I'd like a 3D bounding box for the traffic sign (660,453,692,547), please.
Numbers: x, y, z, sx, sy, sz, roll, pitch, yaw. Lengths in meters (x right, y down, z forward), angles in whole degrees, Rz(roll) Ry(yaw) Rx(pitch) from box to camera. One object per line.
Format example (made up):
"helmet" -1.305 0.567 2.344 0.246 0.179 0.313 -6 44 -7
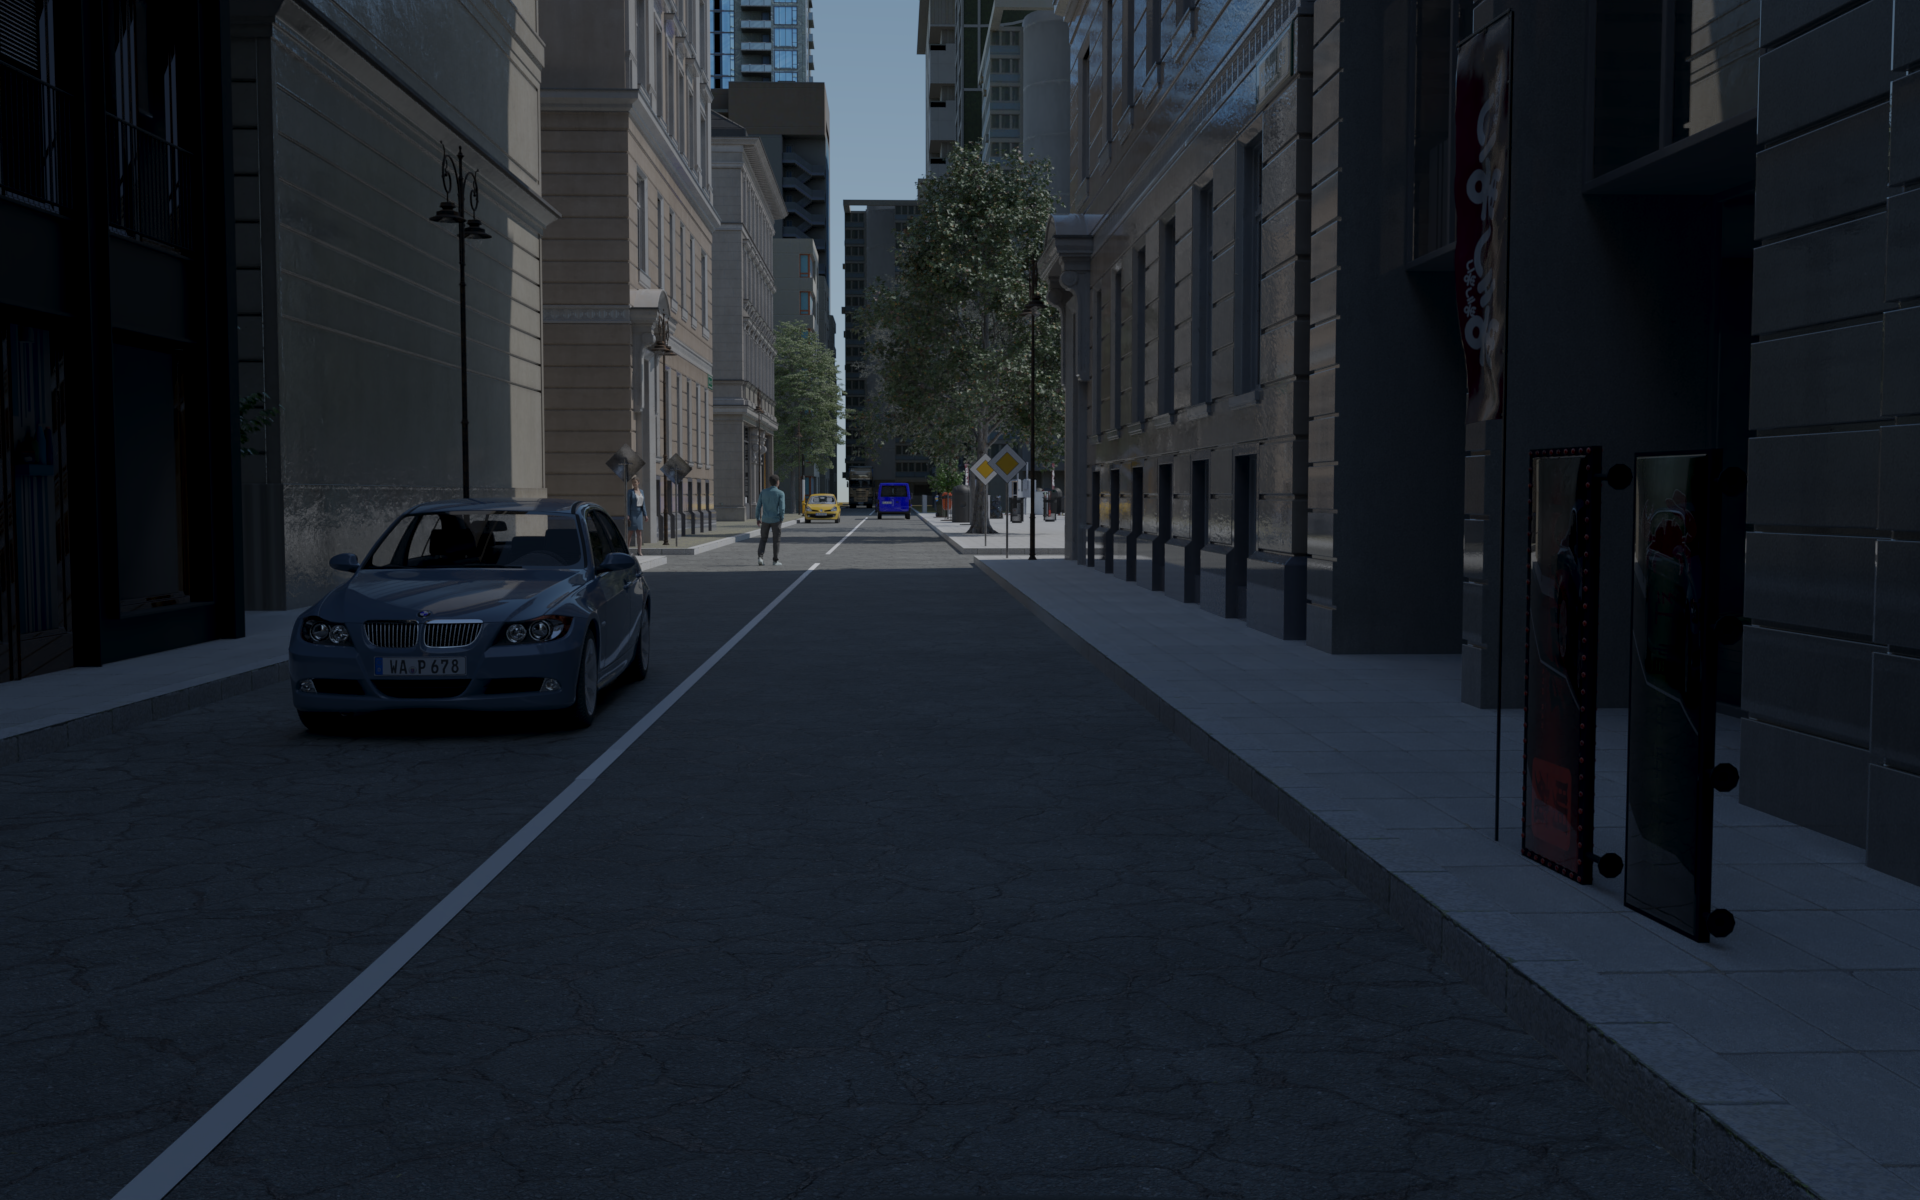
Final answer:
"traffic sign" -6.914 -2.359 42.212 0.795 2.450 0.064 0 4 -2

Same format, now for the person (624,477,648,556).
"person" -7.412 -1.895 39.514 0.581 1.822 0.654 -2 4 -31

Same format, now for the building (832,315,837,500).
"building" -25.809 -19.333 161.128 27.650 21.520 28.899 0 4 -2

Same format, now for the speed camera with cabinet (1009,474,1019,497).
"speed camera with cabinet" 3.818 -7.085 110.173 0.660 3.252 2.038 2 4 30

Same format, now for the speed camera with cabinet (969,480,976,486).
"speed camera with cabinet" 1.043 -7.112 110.621 0.660 3.252 2.038 1 4 10

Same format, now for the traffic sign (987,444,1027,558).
"traffic sign" 0.937 -1.888 34.506 0.795 2.450 0.064 0 4 -2

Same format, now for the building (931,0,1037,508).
"building" 7.923 -43.812 154.579 20.563 71.187 20.611 0 4 -2

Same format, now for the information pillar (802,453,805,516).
"information pillar" -9.032 -6.637 99.862 0.183 3.616 0.504 0 4 4

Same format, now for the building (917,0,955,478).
"building" 10.087 -36.086 179.252 28.713 52.752 27.495 0 4 -2

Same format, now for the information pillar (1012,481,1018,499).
"information pillar" 3.149 -5.826 99.746 0.304 2.012 0.304 -1 4 -8

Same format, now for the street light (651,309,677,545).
"street light" -7.393 -4.317 43.377 0.468 5.910 1.993 0 4 -2

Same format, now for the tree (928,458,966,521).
"tree" -0.566 -5.374 82.466 1.663 3.219 1.824 0 3 0

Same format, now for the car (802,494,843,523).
"car" -6.821 -4.631 85.938 2.015 1.641 3.980 0 4 -3

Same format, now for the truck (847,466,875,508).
"truck" -10.100 -11.501 176.946 2.839 4.237 11.283 0 4 -3

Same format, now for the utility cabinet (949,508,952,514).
"utility cabinet" -0.959 -6.014 109.492 1.020 1.237 0.306 2 4 33

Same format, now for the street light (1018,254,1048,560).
"street light" 1.412 -3.718 33.581 0.468 5.910 1.993 0 4 -2

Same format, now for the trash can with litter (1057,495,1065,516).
"trash can with litter" 6.630 -5.573 102.184 2.233 1.210 1.678 -1 4 -16

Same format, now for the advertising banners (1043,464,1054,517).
"advertising banners" 5.003 -6.173 97.112 0.090 3.025 2.074 1 4 21

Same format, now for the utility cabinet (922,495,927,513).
"utility cabinet" -2.391 -6.469 116.933 0.306 1.237 1.020 0 4 -4

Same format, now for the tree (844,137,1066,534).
"tree" 0.803 -8.487 55.763 9.611 12.733 9.660 0 3 0

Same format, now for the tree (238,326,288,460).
"tree" -7.704 -1.360 16.834 1.663 3.219 1.824 0 3 0

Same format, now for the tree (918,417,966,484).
"tree" -1.214 -10.286 118.540 4.360 8.622 3.978 0 3 0

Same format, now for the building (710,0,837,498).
"building" -30.676 -54.860 209.634 31.000 86.520 22.319 0 4 -2

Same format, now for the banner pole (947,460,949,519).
"banner pole" -0.609 -5.984 87.854 0.401 3.779 0.863 0 4 -1

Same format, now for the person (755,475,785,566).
"person" -3.825 -1.604 34.739 0.660 1.820 0.620 1 4 14

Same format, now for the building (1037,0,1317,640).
"building" 8.673 -14.578 24.258 13.634 28.700 20.117 0 4 -2

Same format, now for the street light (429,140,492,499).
"street light" -6.630 -3.080 23.151 0.468 5.910 1.993 0 4 -2

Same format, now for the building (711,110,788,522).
"building" -14.522 -14.094 81.351 10.553 20.767 40.483 0 4 -2

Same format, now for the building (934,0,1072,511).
"building" 14.290 -26.980 132.996 32.217 40.220 23.993 0 4 -2

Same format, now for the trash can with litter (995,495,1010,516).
"trash can with litter" 2.549 -5.719 104.562 1.678 1.210 2.233 2 4 27

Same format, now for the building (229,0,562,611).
"building" -21.913 -11.727 25.025 30.059 22.955 16.112 0 4 -2

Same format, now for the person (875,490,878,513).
"person" -6.361 -7.635 134.135 0.742 1.727 0.445 3 5 43

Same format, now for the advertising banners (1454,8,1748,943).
"advertising banners" 2.036 -0.588 5.798 0.090 3.025 2.074 0 4 -5

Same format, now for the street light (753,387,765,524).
"street light" -8.665 -6.239 74.789 0.468 5.910 1.993 0 4 -2

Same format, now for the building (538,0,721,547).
"building" -14.509 -16.204 50.843 13.634 28.700 20.117 0 4 -2

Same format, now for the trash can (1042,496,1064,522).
"trash can" 4.151 -4.178 79.963 0.748 1.137 0.748 0 3 0

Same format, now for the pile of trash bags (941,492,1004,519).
"pile of trash bags" 0.666 -4.928 90.328 3.447 1.369 1.912 1 4 17

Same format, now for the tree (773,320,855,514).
"tree" -10.545 -11.927 113.126 7.486 12.596 7.792 0 3 0

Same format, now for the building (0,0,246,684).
"building" -12.243 -10.827 6.692 12.332 23.373 15.834 0 4 -2

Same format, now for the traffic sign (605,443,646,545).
"traffic sign" -6.603 -1.871 34.233 0.795 2.450 0.064 0 4 -2

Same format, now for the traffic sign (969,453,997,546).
"traffic sign" 0.625 -2.376 42.485 0.795 2.450 0.064 0 4 -2

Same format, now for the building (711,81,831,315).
"building" -21.210 -32.729 185.224 14.200 45.320 14.600 0 4 -2

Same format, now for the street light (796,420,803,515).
"street light" -9.889 -8.174 106.438 0.468 5.910 1.993 0 4 -2

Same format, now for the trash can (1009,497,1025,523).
"trash can" 2.515 -3.966 76.490 0.748 1.137 0.748 0 3 0

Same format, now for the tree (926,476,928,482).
"tree" -1.084 -6.081 94.031 1.663 3.219 1.824 0 3 0

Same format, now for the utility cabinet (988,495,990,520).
"utility cabinet" 1.057 -4.586 86.150 0.306 1.237 1.020 3 5 40

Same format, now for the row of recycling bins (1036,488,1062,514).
"row of recycling bins" 5.469 -6.622 115.382 1.069 1.692 3.534 -3 5 -41

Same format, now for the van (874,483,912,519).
"van" -3.813 -5.808 99.340 2.240 2.365 5.245 0 4 -3

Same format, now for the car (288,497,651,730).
"car" -3.216 -0.005 12.090 2.014 1.417 4.499 0 4 -3

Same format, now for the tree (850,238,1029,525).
"tree" 0.422 -9.823 70.984 12.009 13.543 11.850 0 3 0

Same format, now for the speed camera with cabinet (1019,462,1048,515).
"speed camera with cabinet" 4.718 -6.886 106.923 0.660 3.252 2.038 -3 4 -37

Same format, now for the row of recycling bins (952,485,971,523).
"row of recycling bins" 0.413 -4.388 78.860 1.069 1.692 3.534 1 4 17

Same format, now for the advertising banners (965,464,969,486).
"advertising banners" 0.731 -6.366 100.270 0.090 3.025 2.074 2 4 27

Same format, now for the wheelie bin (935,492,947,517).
"wheelie bin" -0.931 -5.440 96.846 0.693 1.594 0.980 3 5 43

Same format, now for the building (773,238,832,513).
"building" -24.315 -17.510 131.332 27.650 21.520 28.899 0 4 -2

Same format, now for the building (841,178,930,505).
"building" -2.606 -32.050 215.890 23.993 40.220 32.217 0 4 -2
